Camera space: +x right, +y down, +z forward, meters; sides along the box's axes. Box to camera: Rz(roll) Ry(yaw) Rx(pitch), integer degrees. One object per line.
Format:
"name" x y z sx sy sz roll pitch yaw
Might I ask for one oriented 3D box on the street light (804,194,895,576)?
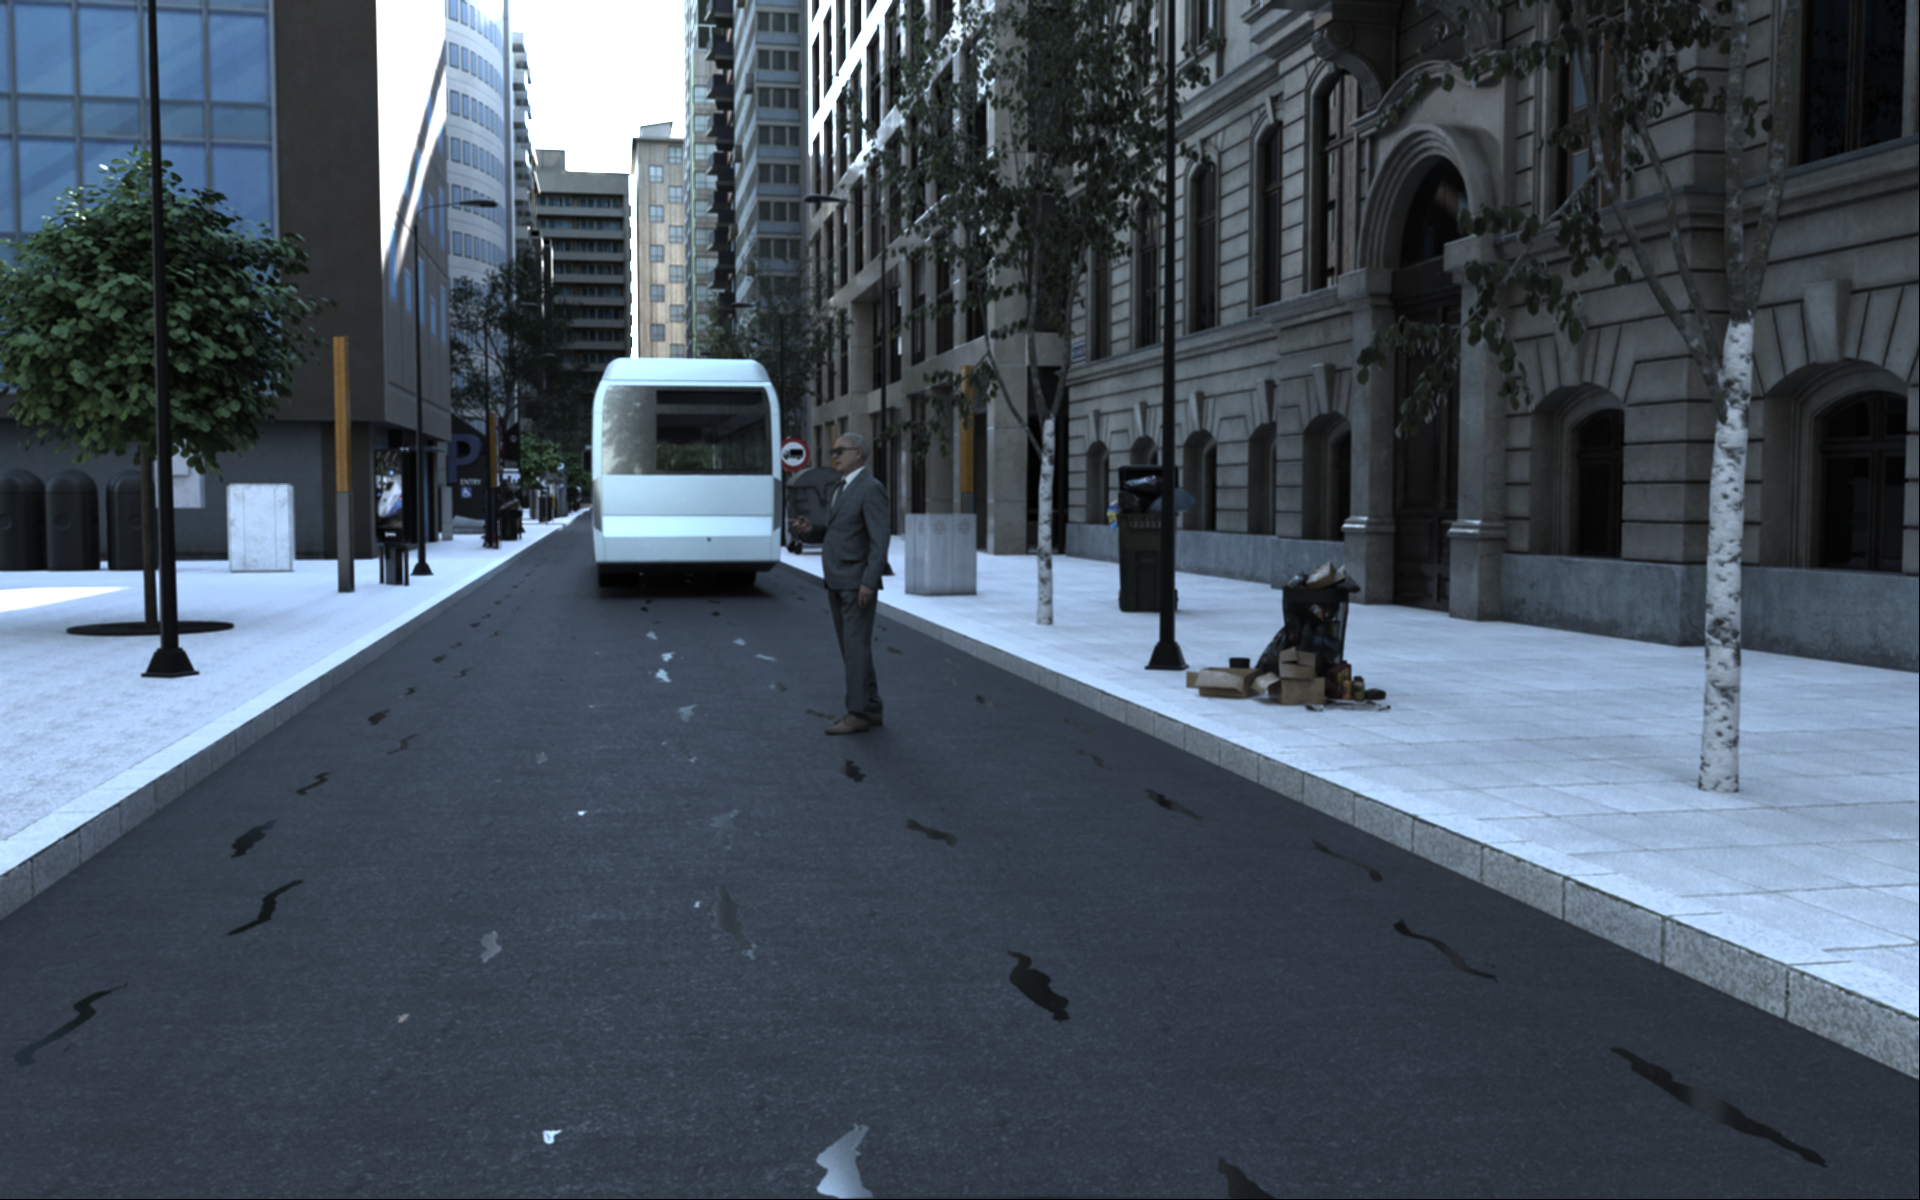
"street light" -1.733 -3.337 27.101 1.470 5.913 1.316 -1 4 -11

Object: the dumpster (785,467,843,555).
"dumpster" -3.064 -1.932 37.350 1.264 1.857 1.865 -1 4 -11

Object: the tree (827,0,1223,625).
"tree" 0.782 -4.079 17.051 4.360 8.622 3.978 0 3 0

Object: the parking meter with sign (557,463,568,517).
"parking meter with sign" -22.151 -6.128 96.451 0.543 3.016 1.738 0 4 -6

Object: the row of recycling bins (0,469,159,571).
"row of recycling bins" -15.342 -1.349 29.170 3.534 1.692 1.069 0 4 -4

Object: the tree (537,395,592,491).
"tree" -26.678 -10.242 117.822 4.360 8.622 3.978 0 3 0

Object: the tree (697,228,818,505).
"tree" -4.873 -5.919 47.133 4.360 8.622 3.978 0 3 0

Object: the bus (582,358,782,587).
"bus" -5.081 -2.154 30.079 2.948 3.499 13.247 -1 4 -12

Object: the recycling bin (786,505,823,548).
"recycling bin" -3.690 -1.761 41.351 0.722 1.027 0.722 -2 4 -35

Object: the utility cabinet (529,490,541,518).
"utility cabinet" -22.403 -5.062 91.447 0.318 1.500 1.173 -2 4 -33

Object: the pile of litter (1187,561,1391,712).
"pile of litter" 2.062 0.182 10.982 1.176 0.858 1.719 0 4 -5

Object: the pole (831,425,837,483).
"pole" -3.712 -3.497 51.021 0.158 3.312 0.155 0 3 0

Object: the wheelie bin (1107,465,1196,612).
"wheelie bin" 2.086 -0.676 18.966 0.980 1.594 0.693 1 4 10

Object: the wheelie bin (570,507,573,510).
"wheelie bin" -31.606 -8.127 140.787 0.980 1.594 0.693 -2 4 -32

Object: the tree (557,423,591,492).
"tree" -36.729 -13.118 164.840 4.737 8.622 4.395 0 3 0

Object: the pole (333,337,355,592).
"pole" -8.029 -1.757 22.567 0.158 3.312 0.155 0 3 0

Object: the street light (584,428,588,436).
"street light" -23.955 -8.223 106.990 1.470 5.913 1.316 -1 4 -11

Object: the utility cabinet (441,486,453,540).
"utility cabinet" -14.350 -2.434 48.474 0.318 1.500 1.173 -1 4 -17

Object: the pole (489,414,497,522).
"pole" -11.858 -3.066 43.973 0.158 3.312 0.155 0 3 0

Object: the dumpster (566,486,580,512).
"dumpster" -28.750 -7.634 127.305 1.502 2.255 1.985 -1 4 -11

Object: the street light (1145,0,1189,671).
"street light" 0.993 -2.442 12.474 1.470 5.913 1.316 -1 4 -11

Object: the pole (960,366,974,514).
"pole" 0.113 -2.066 27.628 0.158 3.312 0.155 0 3 0

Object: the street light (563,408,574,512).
"street light" -18.275 -6.442 77.862 1.470 5.913 1.316 -1 4 -11

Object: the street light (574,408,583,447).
"street light" -21.023 -7.329 92.371 1.470 5.913 1.316 -1 4 -11

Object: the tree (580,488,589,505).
"tree" -45.816 -13.172 209.962 1.663 3.219 1.824 0 3 0

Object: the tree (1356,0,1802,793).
"tree" 3.196 -3.493 7.469 4.360 8.622 3.978 0 3 0

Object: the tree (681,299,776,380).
"tree" -8.703 -7.000 64.819 4.737 8.622 4.395 0 3 0

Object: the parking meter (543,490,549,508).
"parking meter" -22.967 -5.358 96.020 0.372 1.533 0.369 0 3 0

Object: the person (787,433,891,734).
"person" -0.718 -0.114 10.535 0.590 1.801 0.661 -2 4 -30

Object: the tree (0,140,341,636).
"tree" -7.559 -1.990 16.258 4.285 4.588 4.351 0 3 0

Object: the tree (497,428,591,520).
"tree" -21.390 -6.280 86.383 4.285 4.588 4.351 0 3 0

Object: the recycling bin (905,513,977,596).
"recycling bin" -0.250 -0.590 22.207 0.722 1.027 0.722 -2 4 -26

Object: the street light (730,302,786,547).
"street light" -4.871 -4.262 42.232 1.470 5.913 1.316 -1 4 -11

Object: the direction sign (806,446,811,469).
"direction sign" -7.101 -5.524 82.308 0.379 3.537 0.876 1 4 20

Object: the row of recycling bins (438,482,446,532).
"row of recycling bins" -18.940 -3.134 58.355 3.534 1.692 1.069 0 4 7

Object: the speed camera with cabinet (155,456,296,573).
"speed camera with cabinet" -12.004 -2.078 28.311 2.038 3.252 0.660 -1 4 -16

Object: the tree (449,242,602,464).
"tree" -16.468 -7.891 63.433 7.601 10.594 8.767 -1 4 -21
